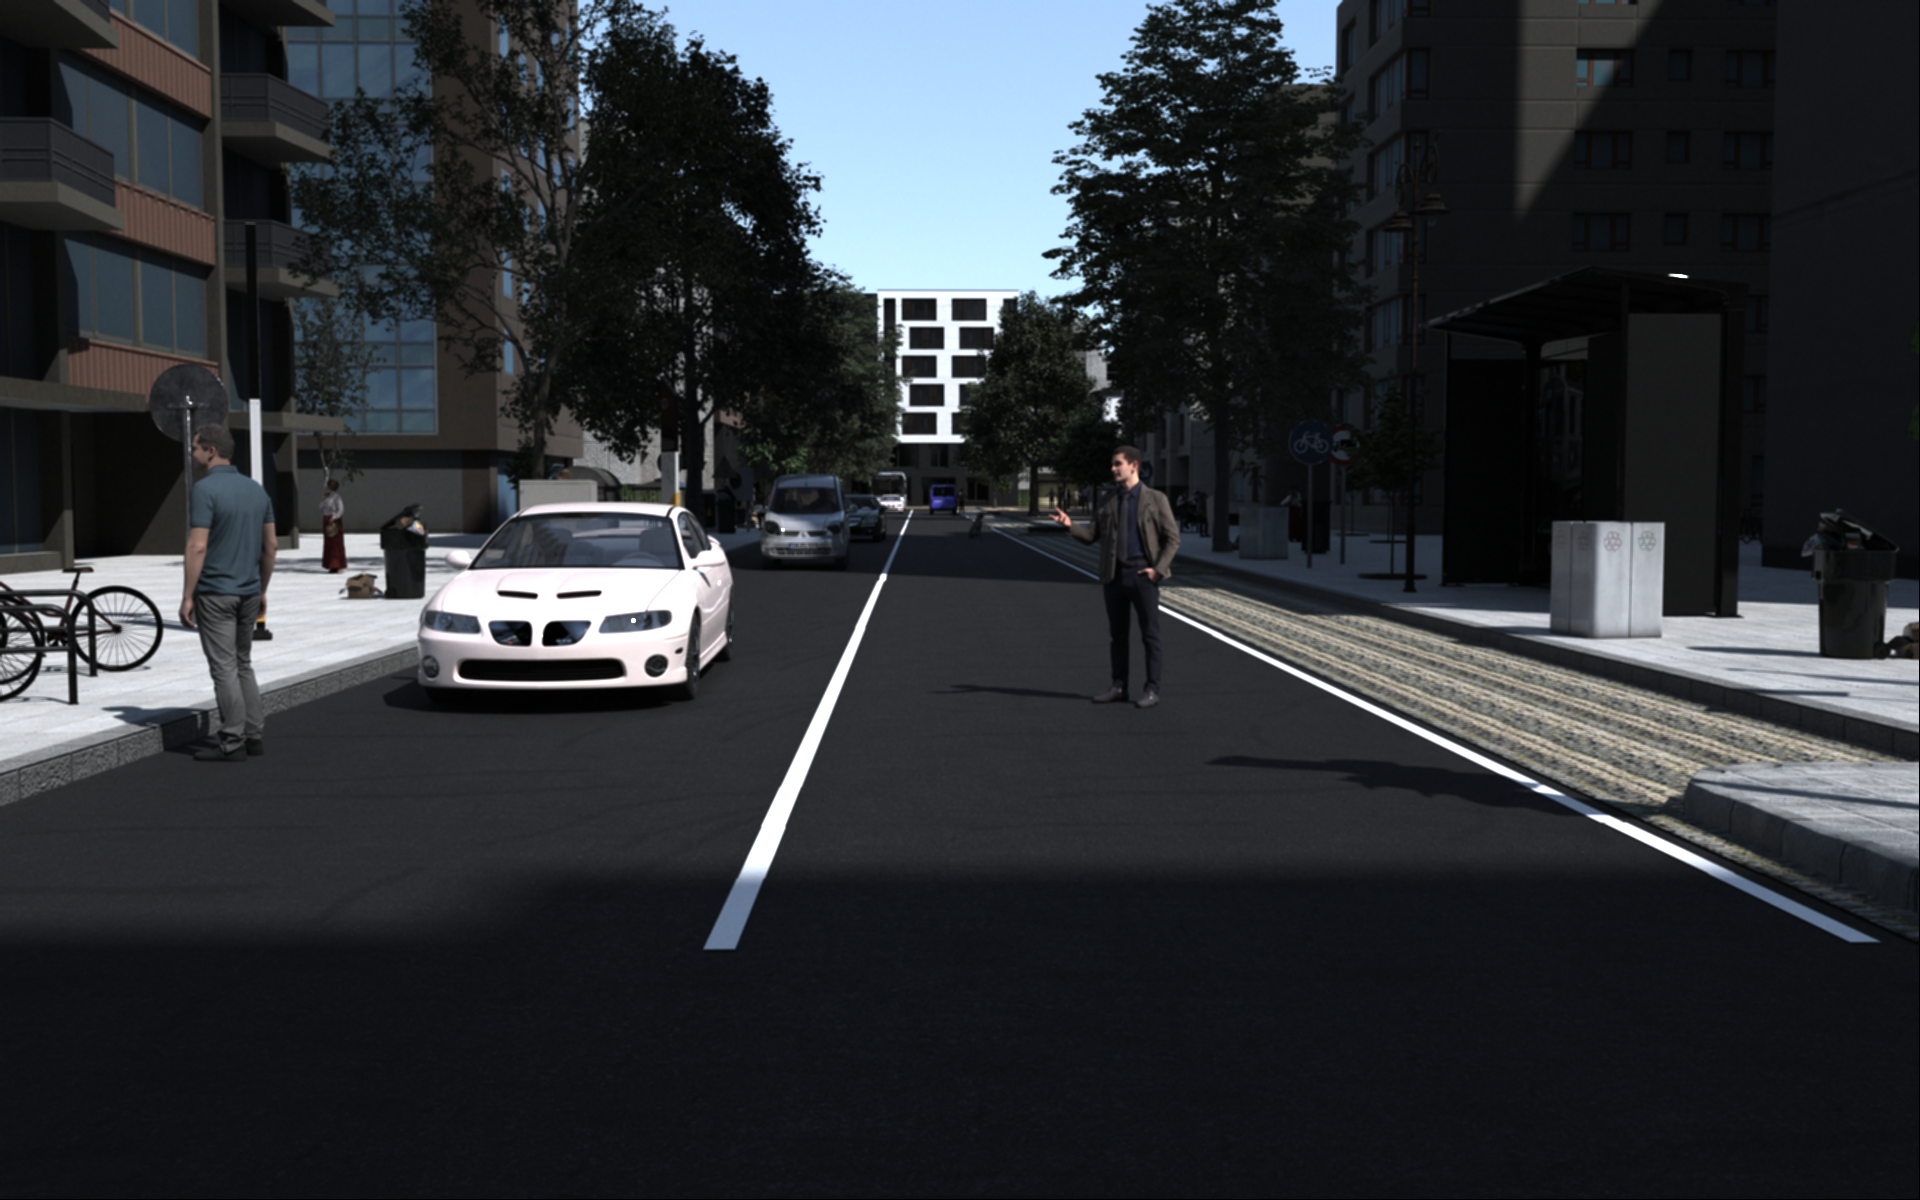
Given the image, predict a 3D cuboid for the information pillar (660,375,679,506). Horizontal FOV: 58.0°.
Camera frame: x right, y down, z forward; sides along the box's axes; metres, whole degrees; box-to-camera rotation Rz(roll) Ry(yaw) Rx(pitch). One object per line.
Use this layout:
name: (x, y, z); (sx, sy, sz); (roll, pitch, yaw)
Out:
information pillar: (-5.715, -2.612, 34.067); (0.504, 3.616, 0.183); (3, 5, 44)

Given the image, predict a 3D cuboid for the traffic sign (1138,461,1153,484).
traffic sign: (7.134, -4.117, 67.425); (0.768, 2.556, 0.104); (0, 4, 5)

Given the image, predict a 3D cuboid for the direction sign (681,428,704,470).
direction sign: (-8.527, -3.867, 55.228); (0.876, 3.537, 0.379); (2, 4, 27)

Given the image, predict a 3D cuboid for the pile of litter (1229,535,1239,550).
pile of litter: (6.691, -1.590, 39.960); (1.176, 0.858, 1.719); (-2, 4, -27)

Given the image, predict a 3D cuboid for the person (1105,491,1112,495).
person: (9.520, -6.343, 109.708); (1.348, 1.831, 0.705); (3, 5, 39)

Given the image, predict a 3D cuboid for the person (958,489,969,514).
person: (0.106, -7.271, 127.383); (1.348, 1.823, 0.705); (-2, 4, -25)

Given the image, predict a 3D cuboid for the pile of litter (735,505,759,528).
pile of litter: (-8.248, -3.177, 65.904); (1.719, 0.858, 1.176); (0, 4, -7)

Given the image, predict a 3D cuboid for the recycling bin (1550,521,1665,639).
recycling bin: (5.860, -0.193, 15.706); (0.722, 1.027, 0.722); (-1, 4, -13)

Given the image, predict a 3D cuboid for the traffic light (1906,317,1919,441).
traffic light: (4.185, -1.088, 6.716); (0.839, 4.253, 0.868); (0, 4, -1)

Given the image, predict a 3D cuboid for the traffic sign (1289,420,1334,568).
traffic sign: (6.049, -1.823, 29.912); (0.768, 2.556, 0.104); (0, 4, 2)

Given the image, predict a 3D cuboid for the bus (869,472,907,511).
bus: (-5.774, -8.993, 141.895); (2.948, 3.499, 13.247); (0, 4, -1)

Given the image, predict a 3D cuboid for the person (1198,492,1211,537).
person: (7.305, -2.553, 51.699); (0.340, 1.345, 0.435); (1, 4, 21)

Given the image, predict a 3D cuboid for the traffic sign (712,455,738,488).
traffic sign: (-7.839, -3.529, 57.699); (0.884, 2.594, 0.081); (0, 4, 4)

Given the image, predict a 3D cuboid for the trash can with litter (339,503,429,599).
trash can with litter: (-7.049, -0.599, 21.184); (1.055, 1.170, 0.624); (0, 4, -8)

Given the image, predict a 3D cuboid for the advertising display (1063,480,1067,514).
advertising display: (4.810, -4.538, 79.416); (0.123, 1.923, 0.974); (0, 4, 8)

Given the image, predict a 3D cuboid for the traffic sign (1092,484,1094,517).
traffic sign: (5.579, -4.430, 72.541); (0.768, 2.556, 0.104); (0, 4, 8)

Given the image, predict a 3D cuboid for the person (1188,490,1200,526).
person: (9.380, -3.669, 69.256); (0.421, 1.427, 0.697); (3, 4, 36)

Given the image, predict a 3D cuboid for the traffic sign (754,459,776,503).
traffic sign: (-6.918, -3.733, 61.041); (0.884, 2.594, 0.081); (0, 3, 0)

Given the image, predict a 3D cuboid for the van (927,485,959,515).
van: (-1.178, -7.130, 120.962); (2.240, 2.365, 5.245); (0, 4, -1)

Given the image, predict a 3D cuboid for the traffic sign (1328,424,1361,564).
traffic sign: (7.000, -1.927, 31.616); (0.768, 2.556, 0.104); (0, 4, 4)

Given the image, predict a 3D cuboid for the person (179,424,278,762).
person: (-3.979, -0.045, 9.366); (0.434, 1.807, 0.598); (2, 4, 30)

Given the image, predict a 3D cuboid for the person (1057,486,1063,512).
person: (7.018, -7.063, 121.530); (0.705, 1.824, 1.348); (1, 4, 14)

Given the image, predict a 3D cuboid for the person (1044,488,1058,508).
person: (8.190, -9.097, 154.790); (1.348, 1.823, 0.705); (1, 4, 9)

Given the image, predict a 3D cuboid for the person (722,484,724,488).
person: (-12.851, -5.417, 94.608); (0.705, 1.824, 1.348); (1, 4, 23)

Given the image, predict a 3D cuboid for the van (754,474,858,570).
van: (-3.019, -1.663, 34.197); (2.013, 2.044, 4.112); (0, 4, -3)

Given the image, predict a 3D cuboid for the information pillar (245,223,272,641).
information pillar: (-6.211, -1.463, 15.282); (0.183, 3.616, 0.504); (-1, 4, -21)

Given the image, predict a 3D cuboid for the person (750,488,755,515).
person: (-12.914, -6.169, 107.839); (0.436, 1.711, 0.756); (2, 4, 27)

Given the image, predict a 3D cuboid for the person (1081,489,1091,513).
person: (8.404, -6.677, 115.082); (0.709, 1.838, 0.599); (1, 4, 21)

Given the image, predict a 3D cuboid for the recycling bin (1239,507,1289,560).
recycling bin: (5.996, -1.323, 34.193); (0.722, 1.027, 0.722); (-2, 4, -27)

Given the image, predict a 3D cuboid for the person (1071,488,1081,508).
person: (10.480, -9.228, 156.928); (1.348, 1.824, 0.705); (-1, 4, -9)

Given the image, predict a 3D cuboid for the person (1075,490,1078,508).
person: (11.057, -9.520, 164.247); (0.705, 1.812, 1.348); (0, 4, -3)

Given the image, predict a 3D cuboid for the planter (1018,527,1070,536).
planter: (2.989, -2.336, 59.331); (1.991, 0.319, 1.994); (0, 4, -1)

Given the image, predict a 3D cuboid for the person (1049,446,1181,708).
person: (1.039, -0.162, 11.672); (0.750, 1.759, 0.617); (-3, 5, -42)

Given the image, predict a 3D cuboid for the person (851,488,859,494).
person: (-9.670, -9.340, 158.841); (1.348, 1.812, 0.705); (-1, 4, -15)

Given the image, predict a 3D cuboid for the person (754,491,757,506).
person: (-18.659, -9.227, 156.532); (1.348, 1.869, 0.705); (-3, 5, -45)

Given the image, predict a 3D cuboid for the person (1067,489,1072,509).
person: (9.515, -8.775, 150.337); (0.721, 1.723, 1.217); (1, 4, 22)

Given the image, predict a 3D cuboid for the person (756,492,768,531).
person: (-6.921, -3.103, 60.680); (0.435, 1.345, 0.340); (-2, 4, -24)

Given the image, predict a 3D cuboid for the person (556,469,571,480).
person: (-7.328, -1.546, 32.007); (0.565, 1.739, 0.600); (2, 4, 23)

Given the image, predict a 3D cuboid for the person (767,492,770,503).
person: (-16.235, -8.406, 146.747); (0.557, 1.426, 1.065); (0, 4, -3)

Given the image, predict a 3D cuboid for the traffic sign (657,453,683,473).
traffic sign: (-8.274, -3.017, 49.427); (0.768, 2.556, 0.104); (0, 4, 7)

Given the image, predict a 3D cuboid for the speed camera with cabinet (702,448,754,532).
speed camera with cabinet: (-7.942, -3.947, 58.877); (2.038, 3.252, 0.660); (3, 4, 36)

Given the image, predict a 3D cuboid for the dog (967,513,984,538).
dog: (0.396, -2.424, 56.474); (0.800, 0.831, 0.513); (0, 4, -1)

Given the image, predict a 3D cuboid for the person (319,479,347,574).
person: (-10.132, -1.192, 28.006); (0.387, 1.526, 0.523); (-3, 5, -44)

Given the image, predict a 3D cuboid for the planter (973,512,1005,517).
planter: (1.820, -5.381, 109.125); (1.991, 0.319, 1.994); (0, 4, -1)

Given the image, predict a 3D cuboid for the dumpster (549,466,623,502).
dumpster: (-7.874, -1.877, 36.450); (1.264, 1.857, 1.865); (0, 4, -1)

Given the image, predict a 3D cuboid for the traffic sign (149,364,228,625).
traffic sign: (-7.548, -1.031, 16.959); (0.768, 2.556, 0.104); (0, 3, 0)

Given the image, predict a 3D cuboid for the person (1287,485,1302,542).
person: (8.971, -2.309, 46.258); (0.523, 1.526, 0.387); (-2, 4, -30)

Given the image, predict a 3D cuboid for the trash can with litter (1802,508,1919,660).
trash can with litter: (7.245, -0.136, 13.611); (1.055, 1.170, 0.624); (0, 4, 4)

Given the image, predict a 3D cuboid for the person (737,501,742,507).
person: (-13.511, -6.103, 105.786); (0.705, 1.831, 1.348); (-3, 5, -44)
